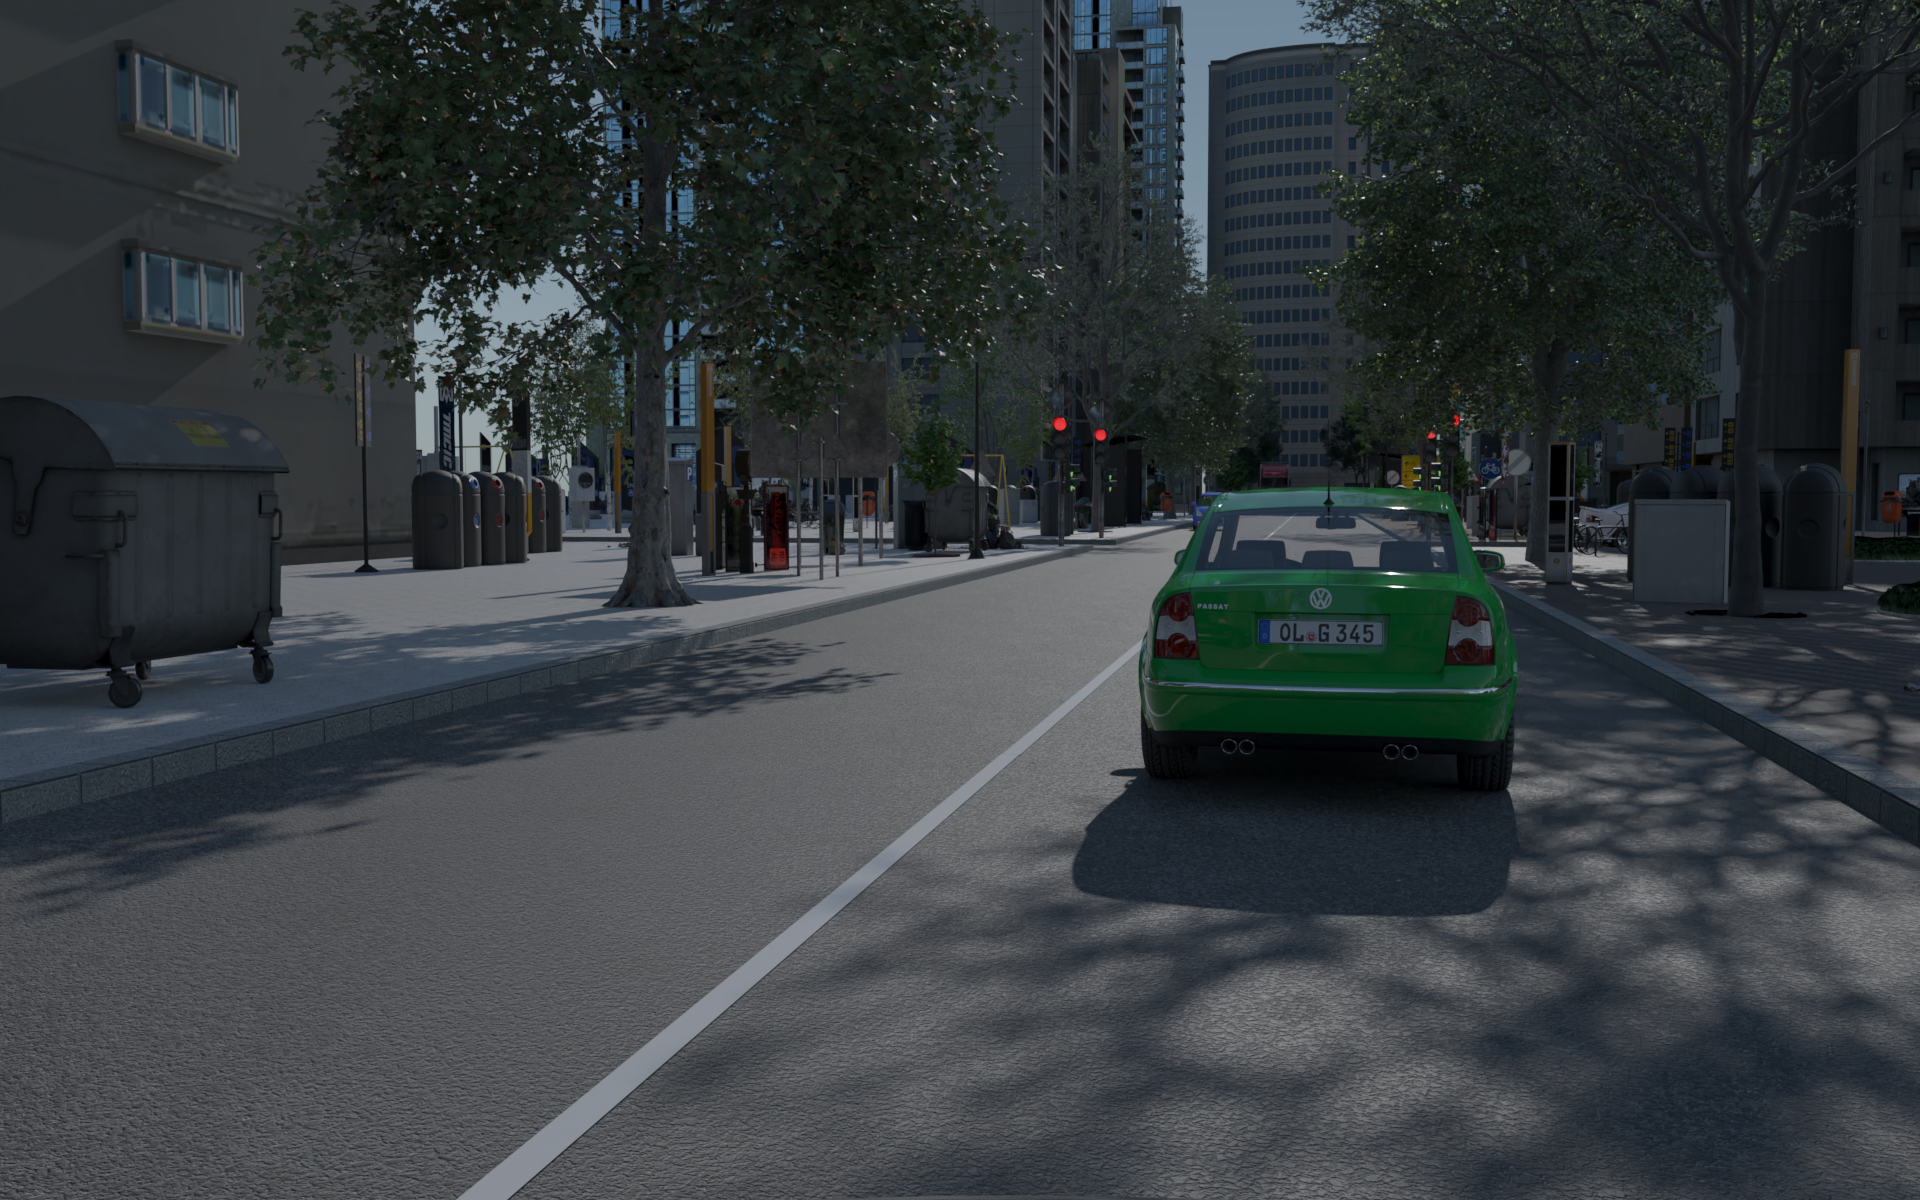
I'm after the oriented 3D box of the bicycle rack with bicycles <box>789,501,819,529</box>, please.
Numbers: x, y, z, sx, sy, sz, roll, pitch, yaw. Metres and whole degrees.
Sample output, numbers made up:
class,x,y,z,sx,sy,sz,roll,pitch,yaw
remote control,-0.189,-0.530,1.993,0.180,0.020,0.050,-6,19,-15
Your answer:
class,x,y,z,sx,sy,sz,roll,pitch,yaw
bicycle rack with bicycles,-5.958,-3.115,64.320,2.925,0.926,2.852,0,4,-3

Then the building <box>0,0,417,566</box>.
class,x,y,z,sx,sy,sz,roll,pitch,yaw
building,-23.552,-24.592,25.785,21.600,48.544,21.300,1,4,12

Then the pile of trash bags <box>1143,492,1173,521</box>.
class,x,y,z,sx,sy,sz,roll,pitch,yaw
pile of trash bags,8.665,-4.540,83.977,3.447,1.369,1.912,-1,4,-15

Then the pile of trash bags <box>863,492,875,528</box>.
class,x,y,z,sx,sy,sz,roll,pitch,yaw
pile of trash bags,-2.078,-3.396,65.284,3.447,1.369,1.912,0,4,6

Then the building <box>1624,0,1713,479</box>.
class,x,y,z,sx,sy,sz,roll,pitch,yaw
building,37.760,-25.995,75.125,14.600,45.320,14.200,1,4,12

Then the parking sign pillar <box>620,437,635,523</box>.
class,x,y,z,sx,sy,sz,roll,pitch,yaw
parking sign pillar,-14.546,-5.406,76.857,1.447,3.967,1.447,0,4,2

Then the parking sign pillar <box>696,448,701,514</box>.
class,x,y,z,sx,sy,sz,roll,pitch,yaw
parking sign pillar,-10.563,-5.220,73.821,1.447,3.967,1.447,0,4,5

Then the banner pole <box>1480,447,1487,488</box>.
class,x,y,z,sx,sy,sz,roll,pitch,yaw
banner pole,27.643,-6.207,91.493,0.401,3.779,0.863,3,5,41

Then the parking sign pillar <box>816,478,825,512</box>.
class,x,y,z,sx,sy,sz,roll,pitch,yaw
parking sign pillar,-9.177,-7.795,115.914,1.447,3.967,1.447,-1,4,-20

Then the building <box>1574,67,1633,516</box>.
class,x,y,z,sx,sy,sz,roll,pitch,yaw
building,52.230,-24.956,99.911,32.217,40.220,23.993,1,4,12

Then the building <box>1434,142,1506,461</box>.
class,x,y,z,sx,sy,sz,roll,pitch,yaw
building,75.392,-36.735,220.227,30.456,49.044,23.786,1,4,12

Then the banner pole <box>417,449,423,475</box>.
class,x,y,z,sx,sy,sz,roll,pitch,yaw
banner pole,-26.842,-5.824,85.236,0.863,3.779,0.401,-2,4,-27

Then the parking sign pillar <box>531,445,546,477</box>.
class,x,y,z,sx,sy,sz,roll,pitch,yaw
parking sign pillar,-22.527,-6.435,93.677,1.447,3.967,1.447,-2,4,-24

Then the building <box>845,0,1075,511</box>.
class,x,y,z,sx,sy,sz,roll,pitch,yaw
building,0.194,-42.734,136.956,20.563,71.187,20.611,1,4,12

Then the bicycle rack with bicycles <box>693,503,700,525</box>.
class,x,y,z,sx,sy,sz,roll,pitch,yaw
bicycle rack with bicycles,-11.863,-3.562,71.626,2.852,0.926,2.925,0,4,5

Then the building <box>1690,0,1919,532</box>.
class,x,y,z,sx,sy,sz,roll,pitch,yaw
building,35.217,-17.772,62.270,14.107,30.474,14.160,1,4,12

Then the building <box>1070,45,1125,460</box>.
class,x,y,z,sx,sy,sz,roll,pitch,yaw
building,6.913,-28.860,155.447,14.154,41.232,14.086,1,4,12

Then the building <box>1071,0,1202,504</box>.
class,x,y,z,sx,sy,sz,roll,pitch,yaw
building,16.697,-56.125,230.322,31.000,86.520,22.319,1,4,12

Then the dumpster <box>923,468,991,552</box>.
class,x,y,z,sx,sy,sz,roll,pitch,yaw
dumpster,-0.076,-2.008,38.590,1.264,1.857,1.865,1,4,12

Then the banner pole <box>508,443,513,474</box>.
class,x,y,z,sx,sy,sz,roll,pitch,yaw
banner pole,-16.562,-4.589,65.048,0.863,3.779,0.401,-1,4,-12

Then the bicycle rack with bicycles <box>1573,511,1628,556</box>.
class,x,y,z,sx,sy,sz,roll,pitch,yaw
bicycle rack with bicycles,13.306,-1.450,37.095,2.925,0.926,2.852,-2,4,-28

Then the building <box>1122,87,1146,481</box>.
class,x,y,z,sx,sy,sz,roll,pitch,yaw
building,5.091,-32.252,181.937,28.867,44.769,22.147,1,4,12

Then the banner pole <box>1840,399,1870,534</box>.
class,x,y,z,sx,sy,sz,roll,pitch,yaw
banner pole,23.769,-3.421,45.958,0.863,3.779,0.401,3,5,44

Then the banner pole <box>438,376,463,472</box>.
class,x,y,z,sx,sy,sz,roll,pitch,yaw
banner pole,-9.527,-2.602,32.560,0.401,3.779,0.863,1,4,23

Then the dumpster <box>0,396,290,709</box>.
class,x,y,z,sx,sy,sz,roll,pitch,yaw
dumpster,-5.355,-0.326,11.095,1.264,1.857,1.865,1,4,12

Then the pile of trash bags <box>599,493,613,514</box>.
class,x,y,z,sx,sy,sz,roll,pitch,yaw
pile of trash bags,-23.045,-6.165,110.544,1.912,1.369,3.447,1,4,14

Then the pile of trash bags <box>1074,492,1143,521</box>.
class,x,y,z,sx,sy,sz,roll,pitch,yaw
pile of trash bags,6.514,-4.343,80.760,3.447,1.369,1.912,1,4,19

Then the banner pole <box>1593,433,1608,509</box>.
class,x,y,z,sx,sy,sz,roll,pitch,yaw
banner pole,26.277,-4.954,71.023,0.401,3.779,0.863,-2,4,-24

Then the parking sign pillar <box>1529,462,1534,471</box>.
class,x,y,z,sx,sy,sz,roll,pitch,yaw
parking sign pillar,34.387,-7.168,105.676,1.447,3.967,1.447,1,4,23

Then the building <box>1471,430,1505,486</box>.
class,x,y,z,sx,sy,sz,roll,pitch,yaw
building,62.000,-52.068,163.977,22.319,86.520,31.000,1,4,12

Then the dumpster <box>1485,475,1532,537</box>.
class,x,y,z,sx,sy,sz,roll,pitch,yaw
dumpster,16.601,-2.852,52.393,1.264,1.857,1.865,1,4,12

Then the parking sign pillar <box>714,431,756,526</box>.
class,x,y,z,sx,sy,sz,roll,pitch,yaw
parking sign pillar,-8.907,-5.004,70.295,1.447,3.967,1.447,3,5,41

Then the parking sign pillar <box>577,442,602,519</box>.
class,x,y,z,sx,sy,sz,roll,pitch,yaw
parking sign pillar,-18.947,-6.090,88.041,1.447,3.967,1.447,2,4,34

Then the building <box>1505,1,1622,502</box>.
class,x,y,z,sx,sy,sz,roll,pitch,yaw
building,54.303,-36.345,136.245,21.231,58.520,28.212,1,4,12

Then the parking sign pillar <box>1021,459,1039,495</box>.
class,x,y,z,sx,sy,sz,roll,pitch,yaw
parking sign pillar,5.098,-8.392,125.686,1.447,3.967,1.447,-2,4,-30

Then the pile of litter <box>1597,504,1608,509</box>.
class,x,y,z,sx,sy,sz,roll,pitch,yaw
pile of litter,28.207,-3.825,76.507,1.176,0.858,1.719,-1,4,-9

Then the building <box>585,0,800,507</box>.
class,x,y,z,sx,sy,sz,roll,pitch,yaw
building,-24.470,-53.385,185.519,31.000,86.520,22.319,1,4,12

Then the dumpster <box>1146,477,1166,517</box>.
class,x,y,z,sx,sy,sz,roll,pitch,yaw
dumpster,11.202,-5.794,97.223,1.502,2.255,1.985,1,4,12

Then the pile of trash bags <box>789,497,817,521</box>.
class,x,y,z,sx,sy,sz,roll,pitch,yaw
pile of trash bags,-8.508,-4.476,82.942,3.447,1.369,1.912,0,4,2

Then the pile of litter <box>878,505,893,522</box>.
class,x,y,z,sx,sy,sz,roll,pitch,yaw
pile of litter,-3.339,-4.059,80.329,1.176,0.858,1.719,1,4,9

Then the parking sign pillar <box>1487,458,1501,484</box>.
class,x,y,z,sx,sy,sz,roll,pitch,yaw
parking sign pillar,36.024,-7.815,116.240,1.447,3.967,1.447,-2,4,-25

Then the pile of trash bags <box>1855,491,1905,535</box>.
class,x,y,z,sx,sy,sz,roll,pitch,yaw
pile of trash bags,25.635,-2.485,50.386,1.912,1.369,3.447,-3,4,-39

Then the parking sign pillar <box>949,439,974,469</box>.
class,x,y,z,sx,sy,sz,roll,pitch,yaw
parking sign pillar,-0.025,-5.345,75.864,1.447,3.967,1.447,-1,4,-10

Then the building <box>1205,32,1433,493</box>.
class,x,y,z,sx,sy,sz,roll,pitch,yaw
building,46.451,-41.763,224.830,28.212,58.520,21.231,1,4,12

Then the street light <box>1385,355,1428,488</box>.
class,x,y,z,sx,sy,sz,roll,pitch,yaw
street light,14.999,-5.220,57.892,1.470,5.913,1.316,1,4,12

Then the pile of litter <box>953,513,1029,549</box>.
class,x,y,z,sx,sy,sz,roll,pitch,yaw
pile of litter,0.719,-1.629,40.595,1.719,0.858,1.176,1,4,23

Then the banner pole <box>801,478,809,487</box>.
class,x,y,z,sx,sy,sz,roll,pitch,yaw
banner pole,-7.160,-5.426,78.729,0.863,3.779,0.401,-3,5,-43
